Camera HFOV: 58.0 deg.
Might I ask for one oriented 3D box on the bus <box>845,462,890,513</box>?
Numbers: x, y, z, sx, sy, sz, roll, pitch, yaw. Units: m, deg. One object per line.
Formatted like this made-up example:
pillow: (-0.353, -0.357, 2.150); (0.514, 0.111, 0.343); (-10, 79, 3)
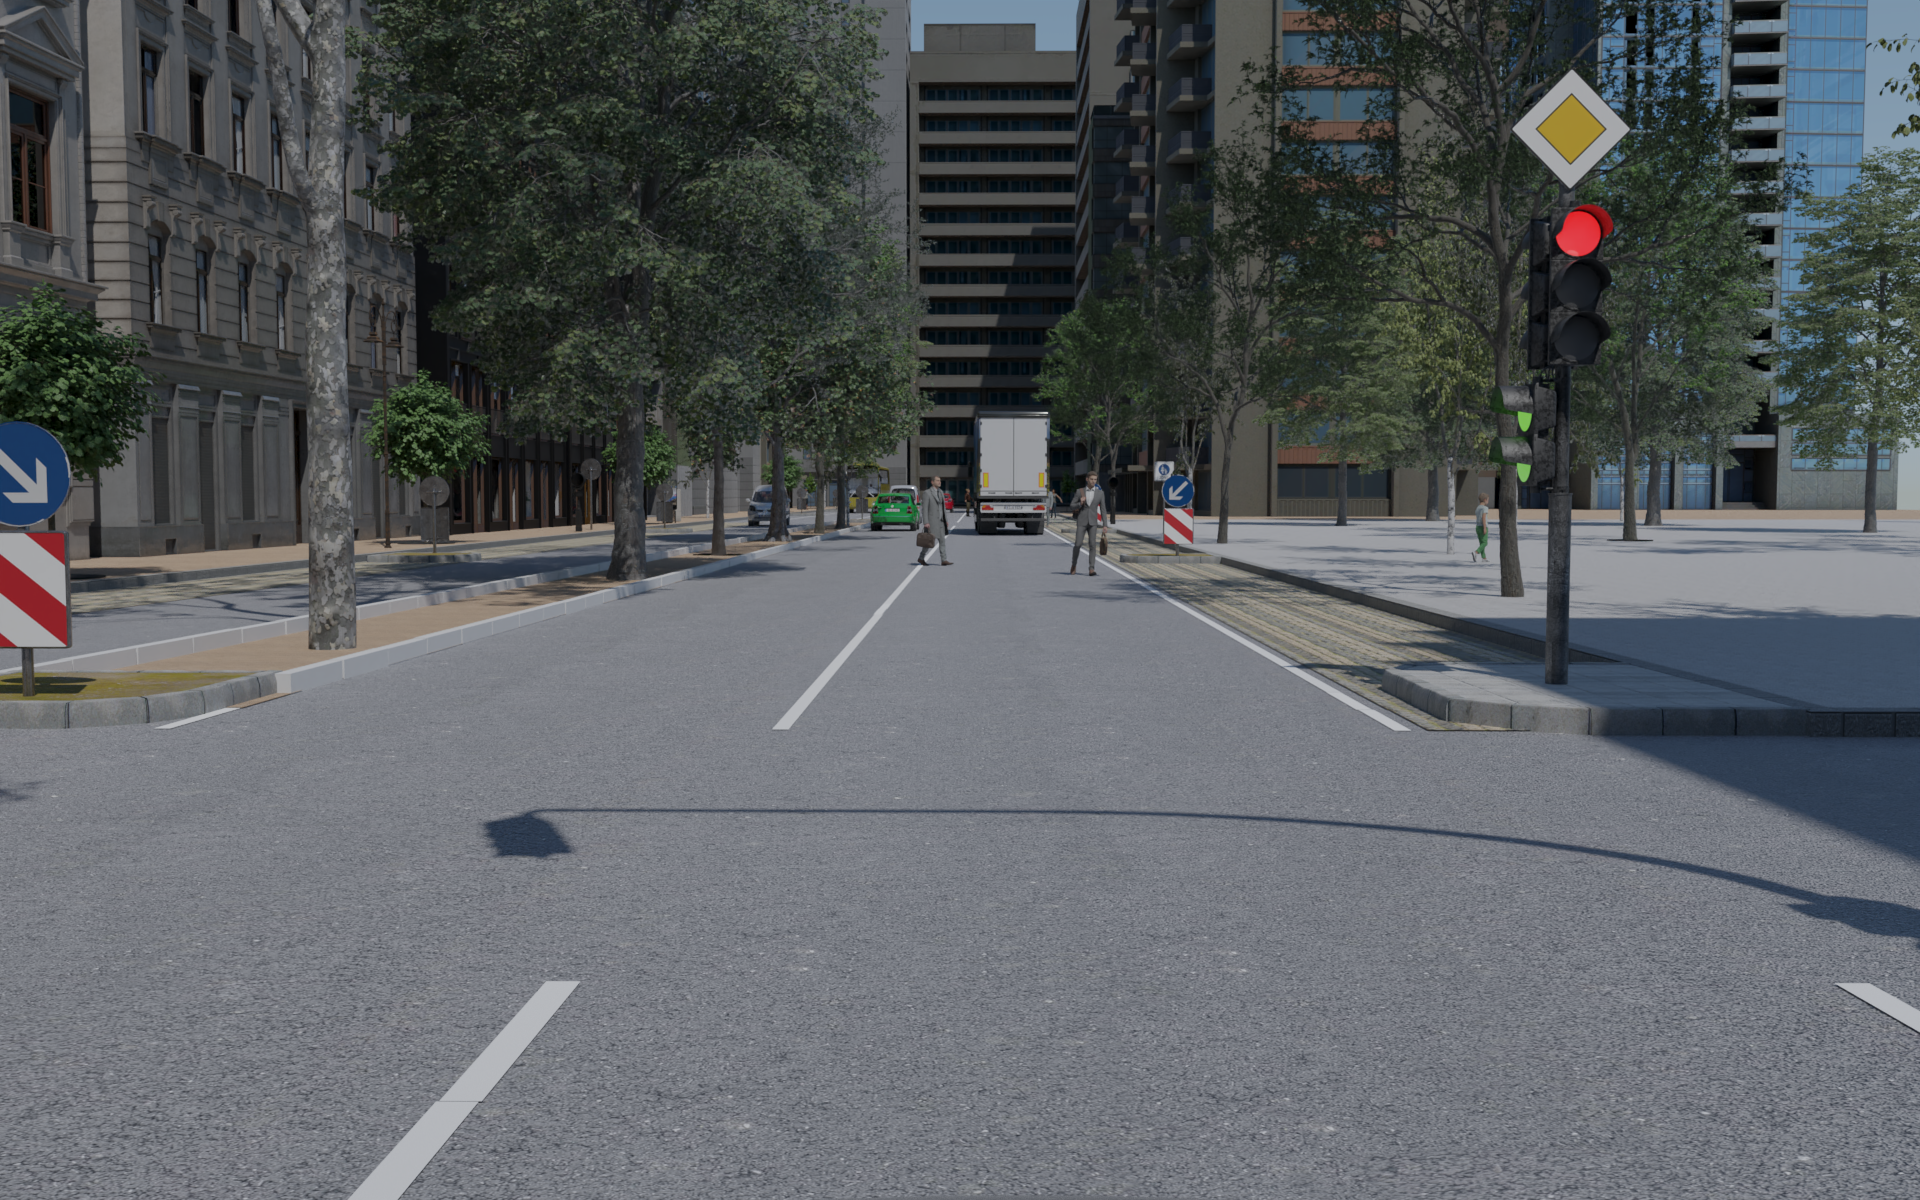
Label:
bus: (-7.054, -8.659, 133.122); (2.896, 3.916, 12.252); (0, 4, 1)

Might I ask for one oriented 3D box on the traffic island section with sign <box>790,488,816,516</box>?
traffic island section with sign: (-10.366, -6.425, 113.679); (1.989, 1.847, 2.006); (0, 4, 1)

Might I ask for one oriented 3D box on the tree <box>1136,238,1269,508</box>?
tree: (6.941, -6.139, 50.729); (4.360, 8.622, 3.978); (0, 3, 0)

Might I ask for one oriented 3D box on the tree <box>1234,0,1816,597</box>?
tree: (6.579, -5.322, 21.434); (7.601, 10.594, 8.767); (1, 4, 17)

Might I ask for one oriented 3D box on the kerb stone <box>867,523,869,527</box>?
kerb stone: (-4.073, -3.132, 73.402); (0.120, 0.150, 1.000); (0, 4, 1)

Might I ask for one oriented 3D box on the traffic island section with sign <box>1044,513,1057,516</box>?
traffic island section with sign: (5.365, -6.412, 113.469); (1.989, 1.847, 2.006); (0, 4, 1)

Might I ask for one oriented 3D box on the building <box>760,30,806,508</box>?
building: (-28.824, -30.277, 149.660); (28.867, 44.769, 22.147); (0, 4, 1)

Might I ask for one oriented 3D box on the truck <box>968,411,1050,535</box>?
truck: (1.769, -4.613, 64.337); (2.839, 4.237, 11.283); (0, 4, 0)

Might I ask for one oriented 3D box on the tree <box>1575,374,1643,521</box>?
tree: (31.094, -8.026, 81.586); (4.737, 8.622, 4.395); (0, 3, 0)

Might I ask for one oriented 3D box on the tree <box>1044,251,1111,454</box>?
tree: (6.709, -6.714, 44.191); (8.767, 10.594, 7.601); (1, 4, 10)

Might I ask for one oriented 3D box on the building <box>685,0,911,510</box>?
building: (-19.246, -39.149, 182.088); (28.212, 58.520, 21.231); (0, 4, 1)

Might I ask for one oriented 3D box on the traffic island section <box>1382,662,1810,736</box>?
traffic island section: (4.058, 0.646, 11.723); (2.009, 0.180, 2.903); (0, 4, 1)

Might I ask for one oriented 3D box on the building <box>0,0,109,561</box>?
building: (-22.141, -11.466, 23.619); (11.583, 22.565, 21.152); (0, 4, 1)

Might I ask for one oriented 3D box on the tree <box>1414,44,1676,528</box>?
tree: (9.344, -4.793, 28.720); (4.360, 8.622, 3.978); (0, 3, 0)

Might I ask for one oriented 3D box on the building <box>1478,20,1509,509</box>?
building: (38.619, -30.723, 152.426); (14.200, 45.320, 14.600); (0, 4, 1)

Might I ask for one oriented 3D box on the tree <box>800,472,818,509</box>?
tree: (-13.131, -9.546, 150.673); (1.663, 3.219, 1.824); (0, 3, 0)

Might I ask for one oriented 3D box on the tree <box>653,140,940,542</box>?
tree: (-5.479, -8.103, 51.957); (9.611, 12.733, 9.660); (0, 3, 0)

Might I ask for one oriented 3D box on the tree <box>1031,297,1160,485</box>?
tree: (7.236, -10.090, 90.734); (9.928, 11.665, 9.643); (0, 3, 0)

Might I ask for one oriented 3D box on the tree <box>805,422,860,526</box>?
tree: (-5.026, -7.623, 77.451); (4.360, 8.622, 3.978); (0, 3, 0)

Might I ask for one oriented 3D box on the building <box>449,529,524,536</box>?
building: (-21.798, -14.136, 60.803); (12.332, 23.373, 15.834); (0, 4, 1)

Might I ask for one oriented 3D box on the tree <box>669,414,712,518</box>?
tree: (-13.407, -8.645, 91.711); (4.360, 8.622, 3.978); (0, 3, 0)

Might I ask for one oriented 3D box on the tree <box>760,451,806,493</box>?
tree: (-12.470, -8.540, 123.335); (4.285, 4.588, 4.351); (0, 3, 0)

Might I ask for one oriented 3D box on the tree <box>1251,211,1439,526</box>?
tree: (15.357, -9.267, 69.640); (7.486, 12.596, 7.792); (0, 3, 0)

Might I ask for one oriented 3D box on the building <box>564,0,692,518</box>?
building: (-22.834, -19.715, 94.039); (14.160, 30.474, 14.107); (0, 4, 1)

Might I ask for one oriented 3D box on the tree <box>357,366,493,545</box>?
tree: (-13.862, -3.723, 44.583); (4.285, 4.588, 4.351); (0, 3, 0)

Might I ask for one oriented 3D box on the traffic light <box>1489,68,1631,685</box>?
traffic light: (4.019, -1.388, 11.610); (0.839, 4.253, 0.868); (0, 4, 1)

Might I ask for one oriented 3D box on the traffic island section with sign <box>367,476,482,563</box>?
traffic island section with sign: (-11.335, -1.731, 36.927); (1.989, 1.847, 2.006); (0, 4, 1)

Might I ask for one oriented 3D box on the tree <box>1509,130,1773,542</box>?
tree: (18.233, -7.415, 46.998); (9.928, 11.665, 9.643); (0, 3, 0)

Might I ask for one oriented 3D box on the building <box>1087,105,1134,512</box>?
building: (16.653, -22.034, 131.954); (14.160, 30.474, 14.107); (0, 4, 1)

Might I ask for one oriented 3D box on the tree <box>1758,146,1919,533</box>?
tree: (30.309, -8.471, 56.630); (7.486, 12.596, 7.792); (0, 3, 0)

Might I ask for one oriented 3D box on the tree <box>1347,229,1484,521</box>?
tree: (22.212, -10.685, 81.347); (9.857, 13.997, 8.962); (0, 3, 0)

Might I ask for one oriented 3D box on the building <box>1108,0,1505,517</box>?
building: (21.257, -27.852, 110.004); (22.147, 44.769, 28.867); (0, 4, 1)

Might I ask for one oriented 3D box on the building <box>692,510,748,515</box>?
building: (-25.765, -35.063, 115.275); (21.231, 58.520, 28.212); (0, 4, 1)

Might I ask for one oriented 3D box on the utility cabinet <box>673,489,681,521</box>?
utility cabinet: (-13.218, -4.405, 80.695); (0.318, 1.500, 1.173); (-1, 4, -15)

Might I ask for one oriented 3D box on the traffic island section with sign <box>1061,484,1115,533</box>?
traffic island section with sign: (4.729, -3.366, 63.657); (1.989, 1.847, 2.006); (0, 4, 1)

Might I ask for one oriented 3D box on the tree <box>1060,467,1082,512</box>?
tree: (7.564, -7.870, 123.283); (1.663, 3.219, 1.824); (0, 3, 0)

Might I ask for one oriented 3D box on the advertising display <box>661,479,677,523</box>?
advertising display: (-12.775, -4.333, 76.052); (0.123, 1.923, 0.974); (2, 4, 29)

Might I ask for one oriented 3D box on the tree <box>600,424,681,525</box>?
tree: (-13.534, -5.492, 73.502); (4.285, 4.588, 4.351); (0, 3, 0)

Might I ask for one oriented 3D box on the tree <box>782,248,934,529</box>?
tree: (-4.962, -9.187, 70.800); (7.486, 12.596, 7.792); (0, 3, 0)

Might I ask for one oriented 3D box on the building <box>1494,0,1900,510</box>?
building: (61.240, -51.007, 146.643); (31.000, 86.520, 22.319); (0, 4, 1)

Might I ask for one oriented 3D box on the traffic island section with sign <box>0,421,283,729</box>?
traffic island section with sign: (-5.894, -0.206, 11.510); (2.006, 1.907, 1.989); (0, 4, 1)

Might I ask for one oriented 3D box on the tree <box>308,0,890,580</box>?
tree: (-5.545, -7.305, 28.554); (9.857, 13.997, 8.962); (0, 3, 0)

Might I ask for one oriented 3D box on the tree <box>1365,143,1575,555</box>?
tree: (10.400, -5.257, 36.319); (4.737, 8.622, 4.395); (0, 3, 0)

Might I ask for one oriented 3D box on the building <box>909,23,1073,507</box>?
building: (5.670, -34.208, 183.004); (21.600, 48.544, 21.300); (0, 4, 1)

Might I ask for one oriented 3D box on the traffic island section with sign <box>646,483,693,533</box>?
traffic island section with sign: (-10.991, -3.403, 64.262); (1.989, 1.847, 2.006); (0, 4, 1)

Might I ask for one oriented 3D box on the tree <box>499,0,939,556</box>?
tree: (-5.560, -7.753, 39.582); (12.009, 13.543, 11.850); (0, 3, 0)

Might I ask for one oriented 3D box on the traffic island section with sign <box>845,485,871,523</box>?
traffic island section with sign: (-4.946, -4.802, 86.643); (2.006, 1.907, 1.989); (0, 4, 1)

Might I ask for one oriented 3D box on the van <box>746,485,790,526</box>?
van: (-8.633, -4.364, 78.358); (2.013, 2.044, 4.112); (0, 4, -1)

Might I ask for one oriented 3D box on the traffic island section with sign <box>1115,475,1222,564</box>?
traffic island section with sign: (4.379, -1.694, 36.320); (1.989, 1.847, 2.006); (0, 4, 1)

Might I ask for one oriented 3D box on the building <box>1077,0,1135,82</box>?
building: (21.147, -32.139, 149.180); (21.300, 48.544, 21.600); (0, 4, 1)

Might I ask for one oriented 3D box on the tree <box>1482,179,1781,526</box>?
tree: (28.011, -9.955, 69.421); (9.857, 13.997, 8.962); (0, 3, 0)

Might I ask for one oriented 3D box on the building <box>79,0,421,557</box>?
building: (-21.194, -11.883, 43.431); (9.793, 20.994, 18.267); (0, 4, 1)

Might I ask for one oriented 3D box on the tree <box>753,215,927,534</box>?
tree: (-4.946, -8.173, 61.835); (9.928, 11.665, 9.643); (0, 3, 0)

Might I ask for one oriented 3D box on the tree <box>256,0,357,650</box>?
tree: (-6.995, -9.658, 16.251); (12.611, 20.169, 13.585); (0, 3, 0)

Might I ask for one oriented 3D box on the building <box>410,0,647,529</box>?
building: (-21.632, -15.106, 76.660); (12.332, 23.373, 15.834); (0, 4, 1)

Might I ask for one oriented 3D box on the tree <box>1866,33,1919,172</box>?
tree: (9.842, -3.893, 14.010); (4.737, 8.622, 4.395); (0, 3, 0)

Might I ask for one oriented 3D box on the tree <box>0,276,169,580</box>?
tree: (-13.735, -2.604, 26.293); (4.285, 4.588, 4.351); (0, 3, 0)

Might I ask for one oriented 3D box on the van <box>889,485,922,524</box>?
van: (-2.678, -4.703, 83.897); (2.013, 2.044, 4.112); (0, 4, 0)

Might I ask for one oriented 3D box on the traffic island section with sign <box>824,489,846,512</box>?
traffic island section with sign: (-10.006, -8.102, 141.102); (1.989, 1.847, 2.006); (0, 4, 1)
